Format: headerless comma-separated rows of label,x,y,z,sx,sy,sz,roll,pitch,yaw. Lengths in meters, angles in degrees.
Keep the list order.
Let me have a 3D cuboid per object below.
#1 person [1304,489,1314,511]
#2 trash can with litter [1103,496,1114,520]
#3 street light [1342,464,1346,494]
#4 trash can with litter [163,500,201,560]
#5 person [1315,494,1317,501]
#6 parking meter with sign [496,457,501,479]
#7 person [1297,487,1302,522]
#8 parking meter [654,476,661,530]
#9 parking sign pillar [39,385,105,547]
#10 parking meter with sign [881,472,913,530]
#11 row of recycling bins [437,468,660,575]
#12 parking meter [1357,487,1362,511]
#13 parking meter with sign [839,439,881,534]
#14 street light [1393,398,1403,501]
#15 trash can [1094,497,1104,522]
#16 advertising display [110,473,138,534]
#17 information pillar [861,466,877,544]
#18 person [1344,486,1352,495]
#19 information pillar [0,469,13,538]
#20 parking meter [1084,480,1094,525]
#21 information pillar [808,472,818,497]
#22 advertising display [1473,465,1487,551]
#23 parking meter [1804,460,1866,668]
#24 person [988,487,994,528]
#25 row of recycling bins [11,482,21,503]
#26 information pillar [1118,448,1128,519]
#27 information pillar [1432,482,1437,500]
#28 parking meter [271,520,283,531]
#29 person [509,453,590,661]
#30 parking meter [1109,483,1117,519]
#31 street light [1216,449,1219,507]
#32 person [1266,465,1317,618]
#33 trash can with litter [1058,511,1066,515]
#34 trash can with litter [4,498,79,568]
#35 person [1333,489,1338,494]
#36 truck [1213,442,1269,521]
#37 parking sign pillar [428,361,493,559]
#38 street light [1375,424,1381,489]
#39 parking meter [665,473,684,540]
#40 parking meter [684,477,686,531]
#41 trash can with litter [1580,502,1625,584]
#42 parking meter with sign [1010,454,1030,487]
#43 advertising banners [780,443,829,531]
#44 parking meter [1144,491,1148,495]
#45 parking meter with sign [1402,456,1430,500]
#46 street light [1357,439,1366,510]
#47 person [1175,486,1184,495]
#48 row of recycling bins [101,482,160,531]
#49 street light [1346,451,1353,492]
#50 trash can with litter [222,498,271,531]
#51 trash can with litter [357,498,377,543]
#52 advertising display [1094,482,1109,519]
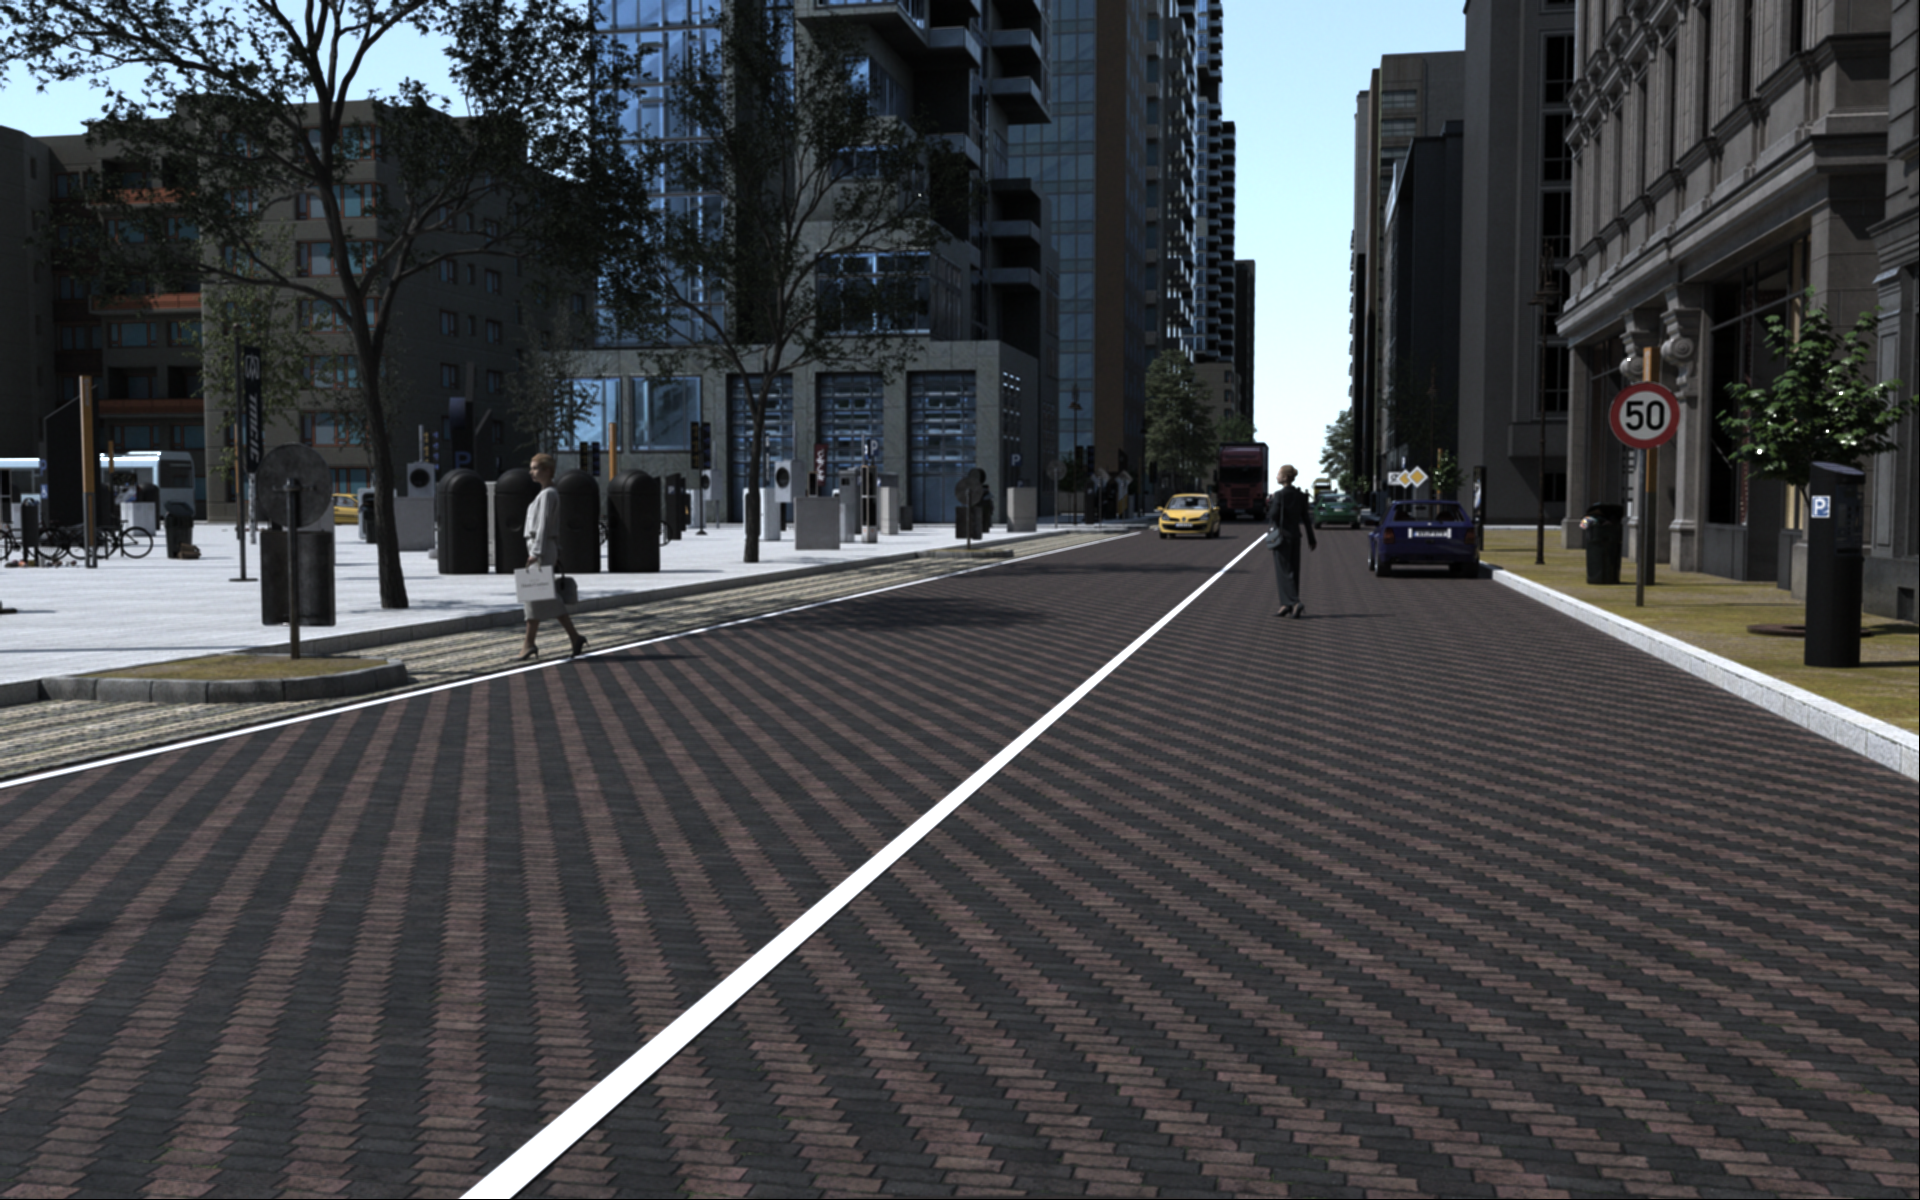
person,30.159,-8.723,150.751,1.348,1.869,0.705,0,4,-1
trash can with litter,7.391,-4.625,87.010,0.624,1.170,1.055,0,4,-5
street light,48.322,-14.934,216.956,0.468,5.910,1.993,1,4,11
trash can with litter,-15.325,-1.401,34.295,0.624,1.170,1.055,-3,5,-45
person,43.066,-12.082,209.265,0.599,1.433,0.991,-1,4,-10
parking meter with sign,-20.942,-5.232,81.804,1.738,3.016,0.543,-2,4,-30
person,17.490,-4.962,89.835,0.583,1.804,0.606,1,4,9
parking meter,-9.863,-3.072,55.933,0.399,1.863,0.255,-1,4,-14
parking sign pillar,-21.808,-3.301,42.447,1.447,3.967,1.447,3,4,37
parking meter with sign,-2.521,-3.945,60.763,1.738,3.016,0.543,-2,4,-28
row of recycling bins,-6.674,-1.288,28.172,3.534,1.692,1.069,-1,4,-11
parking meter,31.081,-7.897,134.823,0.399,1.863,0.255,1,4,17
parking meter with sign,-3.472,-3.605,55.202,1.738,3.016,0.543,2,4,29
street light,21.111,-6.773,83.531,0.468,5.910,1.993,1,4,11
trash can,6.188,-4.110,78.850,0.748,1.137,0.748,0,3,0
advertising display,-25.510,-2.915,52.866,0.123,1.923,0.974,1,4,19
information pillar,-2.358,-2.480,45.046,0.304,2.012,0.304,-3,4,-37
person,19.229,-4.738,85.884,0.656,1.842,0.836,3,5,39
information pillar,-27.669,-2.796,50.200,0.304,2.012,0.304,-2,4,-35
parking meter,5.415,-4.089,72.569,0.399,1.863,0.255,0,4,-4
information pillar,-4.933,-3.282,58.153,0.304,2.012,0.304,0,4,-1
advertising display,11.796,-2.087,39.340,0.123,1.923,0.974,0,4,7
parking meter,6.515,-0.274,12.896,0.372,1.533,0.369,0,3,0
person,1.080,-3.757,70.023,0.694,1.812,0.767,-2,4,-33
row of recycling bins,-31.668,-2.939,55.170,3.534,1.692,1.069,0,4,1
information pillar,8.228,-5.886,87.592,0.504,3.616,0.183,-1,4,-16
information pillar,23.128,-4.873,84.160,0.304,2.012,0.304,-2,4,-26
parking meter,-14.726,-1.937,37.389,0.255,1.863,0.399,-1,4,-15
person,-3.536,-0.369,14.883,0.624,1.780,0.694,0,4,3
parking meter,7.852,-5.094,89.003,0.399,1.863,0.255,0,4,6
street light,26.232,-12.461,176.532,0.468,5.910,1.993,1,4,11
person,3.854,-0.684,20.106,0.534,1.772,0.576,3,4,36
trash can with litter,5.408,-5.853,106.761,2.233,1.210,1.678,2,4,32
trash can with litter,-16.369,-1.219,30.986,1.678,1.210,2.233,0,4,-8
person,28.503,-7.528,131.391,0.447,1.846,0.655,0,4,4
truck,15.738,-6.555,96.088,2.839,4.237,11.283,1,4,11
parking sign pillar,-9.913,-2.823,34.636,1.447,3.967,1.447,-1,4,-13
street light,27.181,-8.547,112.534,0.468,5.910,1.993,1,4,11
parking meter,-8.022,-2.612,48.419,0.399,1.863,0.255,1,4,18
parking meter,-9.669,-3.302,59.705,0.399,1.863,0.255,-2,4,-24
trash can with litter,9.159,-0.823,24.843,0.624,1.170,1.055,1,4,13
parking meter with sign,2.764,-4.837,75.343,0.543,3.016,1.738,2,4,24
advertising banners,-5.546,-3.899,59.937,2.074,3.025,0.090,0,4,8
parking meter,13.915,-7.426,129.825,0.372,1.533,0.369,0,3,0
parking meter with sign,21.477,-5.156,80.563,1.738,3.016,0.543,0,4,-2
street light,33.027,-10.351,142.025,0.468,5.910,1.993,1,4,11
person,11.246,-4.890,88.419,0.573,1.828,0.580,-3,5,-43
row of recycling bins,-29.415,-3.279,60.732,1.069,1.692,3.534,1,4,10
street light,42.431,-13.158,187.917,0.468,5.910,1.993,1,4,11
trash can with litter,-24.490,-3.000,60.112,2.233,1.210,1.678,1,4,14
trash can with litter,-15.229,-2.068,45.207,0.624,1.170,1.055,0,4,3
advertising display,7.373,-5.237,90.839,0.974,1.923,0.123,3,5,43
